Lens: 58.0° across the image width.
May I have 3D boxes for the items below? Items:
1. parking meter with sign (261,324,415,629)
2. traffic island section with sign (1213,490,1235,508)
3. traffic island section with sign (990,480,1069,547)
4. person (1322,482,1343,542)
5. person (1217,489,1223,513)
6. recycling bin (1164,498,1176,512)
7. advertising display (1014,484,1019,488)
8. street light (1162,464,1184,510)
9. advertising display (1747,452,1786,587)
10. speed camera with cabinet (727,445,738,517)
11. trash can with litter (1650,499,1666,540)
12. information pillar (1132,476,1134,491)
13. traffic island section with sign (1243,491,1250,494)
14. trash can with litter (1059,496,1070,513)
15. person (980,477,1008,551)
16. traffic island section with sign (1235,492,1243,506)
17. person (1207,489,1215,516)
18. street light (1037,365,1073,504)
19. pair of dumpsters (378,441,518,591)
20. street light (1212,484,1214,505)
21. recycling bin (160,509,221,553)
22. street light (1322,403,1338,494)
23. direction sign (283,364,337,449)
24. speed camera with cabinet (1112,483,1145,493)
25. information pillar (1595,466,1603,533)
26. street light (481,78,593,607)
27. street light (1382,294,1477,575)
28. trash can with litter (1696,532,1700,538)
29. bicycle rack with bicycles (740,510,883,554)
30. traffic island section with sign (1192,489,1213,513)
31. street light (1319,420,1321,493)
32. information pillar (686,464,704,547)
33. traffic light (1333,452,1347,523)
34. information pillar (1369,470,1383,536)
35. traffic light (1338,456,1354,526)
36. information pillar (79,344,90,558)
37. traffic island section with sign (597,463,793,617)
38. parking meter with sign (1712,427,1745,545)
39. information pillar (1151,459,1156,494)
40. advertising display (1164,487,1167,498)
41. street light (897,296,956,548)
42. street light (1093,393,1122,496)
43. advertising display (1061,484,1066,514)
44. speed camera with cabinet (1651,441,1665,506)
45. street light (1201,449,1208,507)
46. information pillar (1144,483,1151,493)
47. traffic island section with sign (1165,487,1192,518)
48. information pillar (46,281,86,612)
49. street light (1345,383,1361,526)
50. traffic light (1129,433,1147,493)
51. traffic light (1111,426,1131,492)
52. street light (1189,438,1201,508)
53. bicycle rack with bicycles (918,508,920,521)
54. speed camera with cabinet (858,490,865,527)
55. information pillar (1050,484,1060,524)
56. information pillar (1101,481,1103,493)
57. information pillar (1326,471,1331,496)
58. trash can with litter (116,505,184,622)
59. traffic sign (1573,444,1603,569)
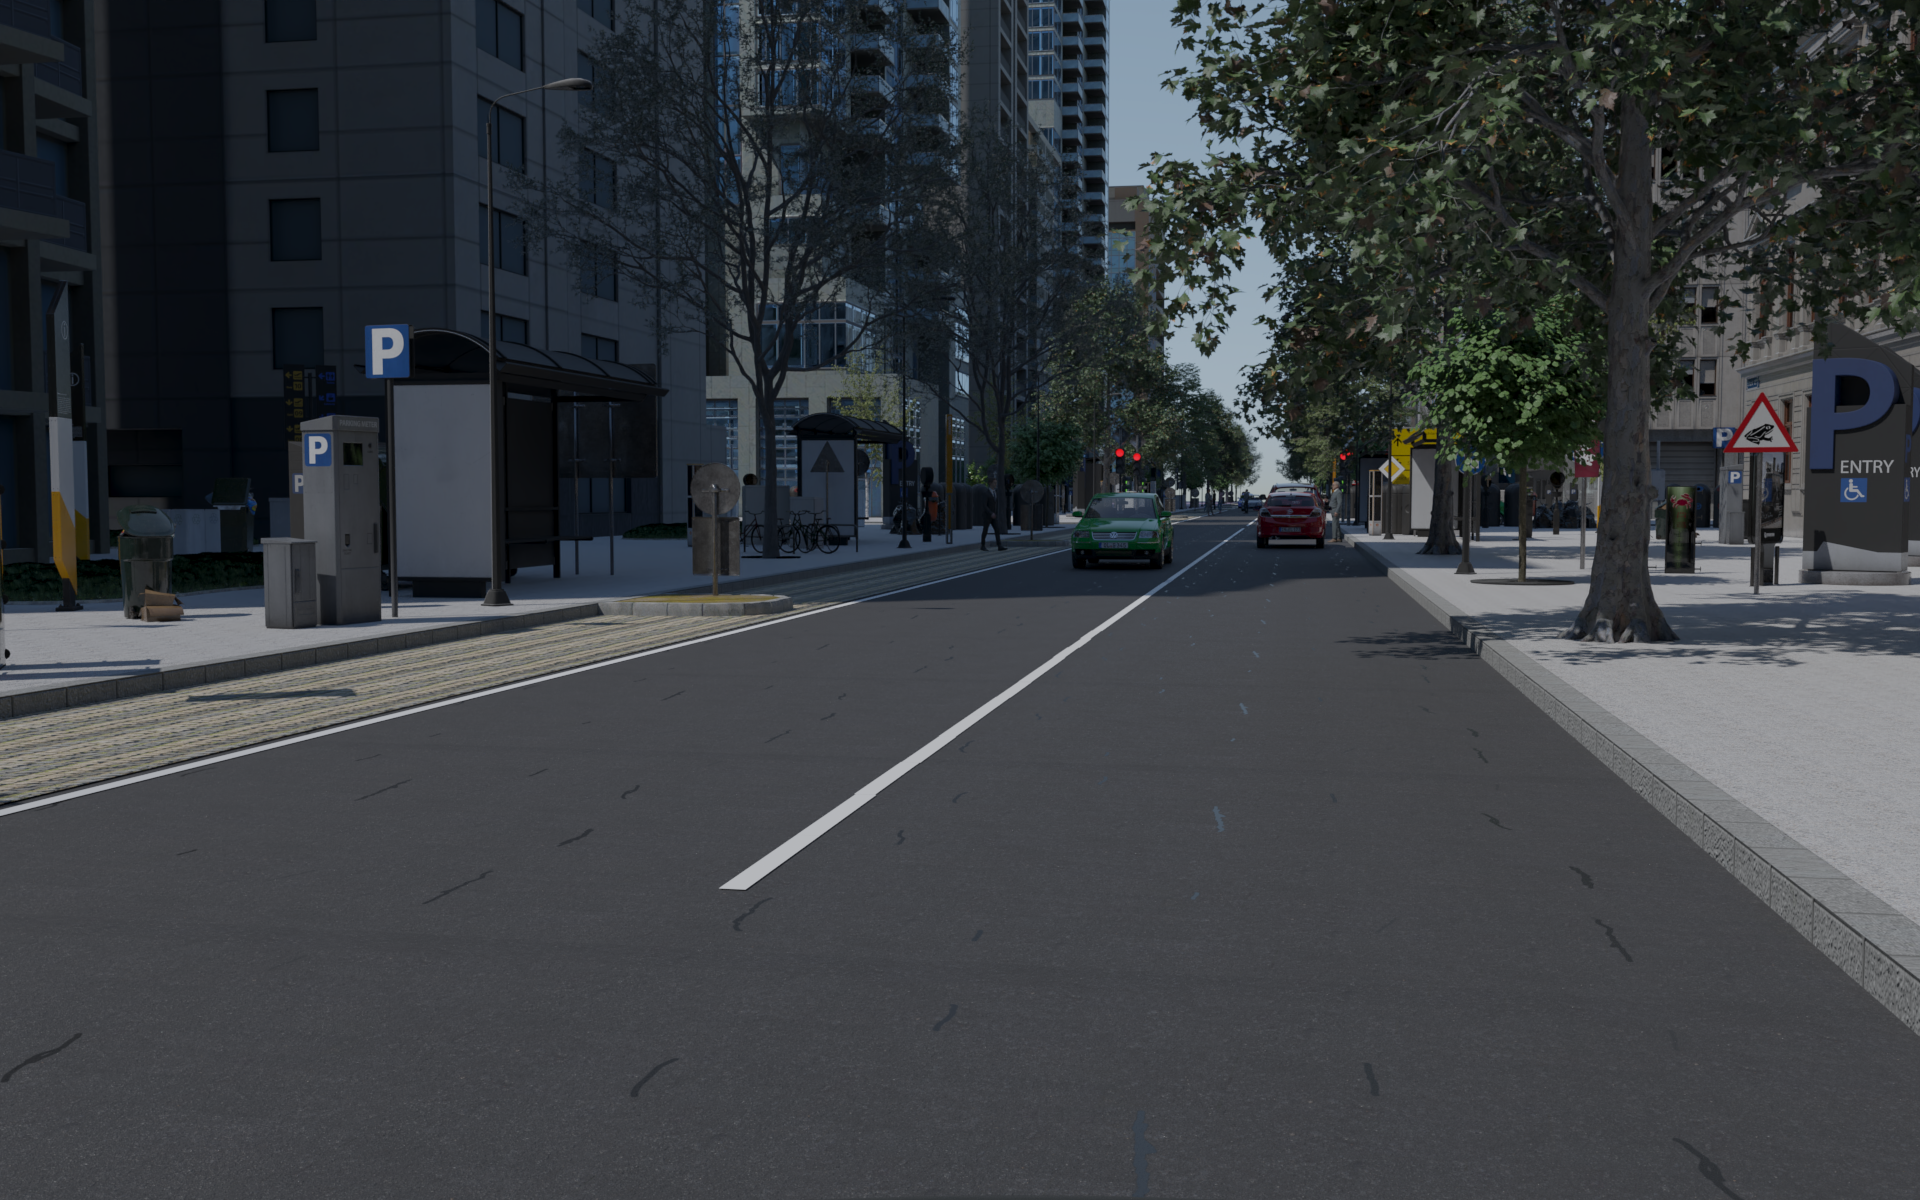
[{"bbox_3d":[-6.159,-1.278,17.163,0.543,3.016,1.738,1,4,20],"label":"parking meter with sign"},{"bbox_3d":[26.866,-10.315,177.282,1.989,1.847,2.006,1,4,11],"label":"traffic island section with sign"},{"bbox_3d":[1.965,-2.382,47.576,1.989,1.847,2.006,1,4,11],"label":"traffic island section with sign"},{"bbox_3d":[11.083,-2.614,51.417,0.590,1.801,0.661,0,4,-1],"label":"person"},{"bbox_3d":[19.301,-7.344,128.591,0.388,1.821,0.555,-2,4,-24],"label":"person"},{"bbox_3d":[15.307,-6.985,126.762,0.722,1.027,0.722,3,5,41],"label":"recycling bin"},{"bbox_3d":[3.688,-6.617,113.406,0.123,1.923,0.974,1,4,15],"label":"advertising display"},{"bbox_3d":[14.894,-9.169,122.462,1.470,5.913,1.316,1,4,11],"label":"street light"},{"bbox_3d":[11.293,-1.165,24.259,0.974,1.923,0.123,-3,5,-44],"label":"advertising display"},{"bbox_3d":[-9.384,-4.642,70.230,0.660,3.252,2.038,0,4,-3],"label":"speed camera with cabinet"},{"bbox_3d":[19.568,-2.284,48.734,1.055,1.170,0.624,1,4,23],"label":"trash can with litter"},{"bbox_3d":[11.502,-7.578,115.248,0.183,3.616,0.504,1,4,11],"label":"information pillar"},{"bbox_3d":[42.320,-15.241,257.824,1.989,1.847,2.006,1,4,11],"label":"traffic island section with sign"},{"bbox_3d":[7.174,-6.713,120.817,1.678,1.210,2.233,-2,4,-33],"label":"trash can with litter"},{"bbox_3d":[0.832,-2.142,43.300,0.755,1.850,0.659,3,4,38],"label":"person"},{"bbox_3d":[31.982,-11.943,203.897,1.989,1.847,2.006,1,4,11],"label":"traffic island section with sign"},{"bbox_3d":[16.494,-6.422,113.769,0.573,1.790,0.520,1,4,12],"label":"person"},{"bbox_3d":[3.346,-5.485,62.226,1.470,5.913,1.316,1,4,11],"label":"street light"},{"bbox_3d":[-7.750,-1.370,24.888,1.574,2.255,4.437,1,4,11],"label":"pair of dumpsters"},{"bbox_3d":[25.203,-12.460,176.262,1.470,5.913,1.316,1,4,11],"label":"street light"},{"bbox_3d":[-12.752,-0.984,28.635,0.722,1.027,0.722,1,4,22],"label":"recycling bin"},{"bbox_3d":[15.477,-5.956,69.914,1.470,5.913,1.316,1,4,11],"label":"street light"},{"bbox_3d":[-11.370,-2.348,30.390,0.876,3.537,0.379,-2,4,-28],"label":"direction sign"},{"bbox_3d":[10.362,-6.868,106.624,2.038,3.252,0.660,-2,4,-26],"label":"speed camera with cabinet"},{"bbox_3d":[21.138,-4.009,56.905,0.504,3.616,0.183,-2,4,-34],"label":"information pillar"},{"bbox_3d":[-4.789,-2.879,19.616,1.470,5.913,1.316,1,4,11],"label":"street light"},{"bbox_3d":[7.561,-3.371,27.657,1.470,5.913,1.316,1,4,11],"label":"street light"},{"bbox_3d":[21.104,-2.408,50.750,1.055,1.170,0.624,-1,4,-20],"label":"trash can with litter"},{"bbox_3d":[-3.503,-1.507,38.028,2.852,0.926,2.925,-3,5,-42],"label":"bicycle rack with bicycles"},{"bbox_3d":[17.526,-7.341,128.648,1.989,1.847,2.006,1,4,11],"label":"traffic island section with sign"},{"bbox_3d":[18.985,-7.050,87.804,1.470,5.913,1.316,1,4,11],"label":"street light"},{"bbox_3d":[-6.422,-2.296,42.039,0.304,2.012,0.304,-3,5,-39],"label":"information pillar"},{"bbox_3d":[17.210,-5.437,77.821,0.839,4.253,0.868,1,4,11],"label":"traffic light"},{"bbox_3d":[12.769,-2.980,53.208,0.304,2.012,0.304,-1,4,-11],"label":"information pillar"},{"bbox_3d":[15.705,-4.958,69.979,0.839,4.253,0.868,1,4,11],"label":"traffic light"},{"bbox_3d":[-13.893,-2.185,27.082,0.504,3.616,0.183,0,4,-2],"label":"information pillar"},{"bbox_3d":[-3.123,-0.763,21.104,1.989,1.847,2.006,1,4,11],"label":"traffic island section with sign"},{"bbox_3d":[19.779,-2.948,44.453,0.543,3.016,1.738,1,4,10],"label":"parking meter with sign"},{"bbox_3d":[12.370,-7.314,110.936,0.183,3.616,0.504,-2,4,-31],"label":"information pillar"},{"bbox_3d":[16.023,-8.143,138.358,0.974,1.923,0.123,2,4,27],"label":"advertising display"},{"bbox_3d":[-0.785,-4.171,40.736,1.470,5.913,1.316,1,4,11],"label":"street light"},{"bbox_3d":[6.741,-6.563,79.839,1.470,5.913,1.316,1,4,11],"label":"street light"},{"bbox_3d":[6.821,-6.633,113.656,0.123,1.923,0.974,-1,4,-9],"label":"advertising display"},{"bbox_3d":[25.570,-4.315,64.882,0.660,3.252,2.038,-1,4,-10],"label":"speed camera with cabinet"},{"bbox_3d":[21.179,-11.153,154.886,1.470,5.913,1.316,1,4,11],"label":"street light"},{"bbox_3d":[11.913,-6.460,110.115,0.304,2.012,0.304,3,5,41],"label":"information pillar"},{"bbox_3d":[12.448,-5.721,102.173,1.989,1.847,2.006,1,4,11],"label":"traffic island section with sign"},{"bbox_3d":[-9.791,-1.684,18.880,0.183,3.616,0.504,-1,4,-10],"label":"information pillar"},{"bbox_3d":[11.565,-4.663,48.777,1.470,5.913,1.316,1,4,11],"label":"street light"},{"bbox_3d":[8.160,-5.542,79.536,0.839,4.253,0.868,1,4,11],"label":"traffic light"},{"bbox_3d":[6.655,-5.063,71.693,0.839,4.253,0.868,1,4,11],"label":"traffic light"},{"bbox_3d":[18.934,-10.461,143.574,1.470,5.913,1.316,1,4,11],"label":"street light"},{"bbox_3d":[-1.537,-3.257,66.639,2.925,0.926,2.852,-1,4,-10],"label":"bicycle rack with bicycles"},{"bbox_3d":[-4.491,-4.485,67.665,0.660,3.252,2.038,-3,4,-36],"label":"speed camera with cabinet"},{"bbox_3d":[4.012,-4.205,73.252,0.304,2.012,0.304,2,4,29],"label":"information pillar"},{"bbox_3d":[8.091,-5.694,97.585,0.304,2.012,0.304,0,4,-7],"label":"information pillar"},{"bbox_3d":[31.277,-9.522,147.042,0.183,3.616,0.504,-3,5,-40],"label":"information pillar"},{"bbox_3d":[-8.224,-0.390,17.765,0.624,1.170,1.055,-3,5,-41],"label":"trash can with litter"},{"bbox_3d":[10.606,-1.794,29.439,0.768,2.556,0.104,1,4,16],"label":"traffic sign"}]
